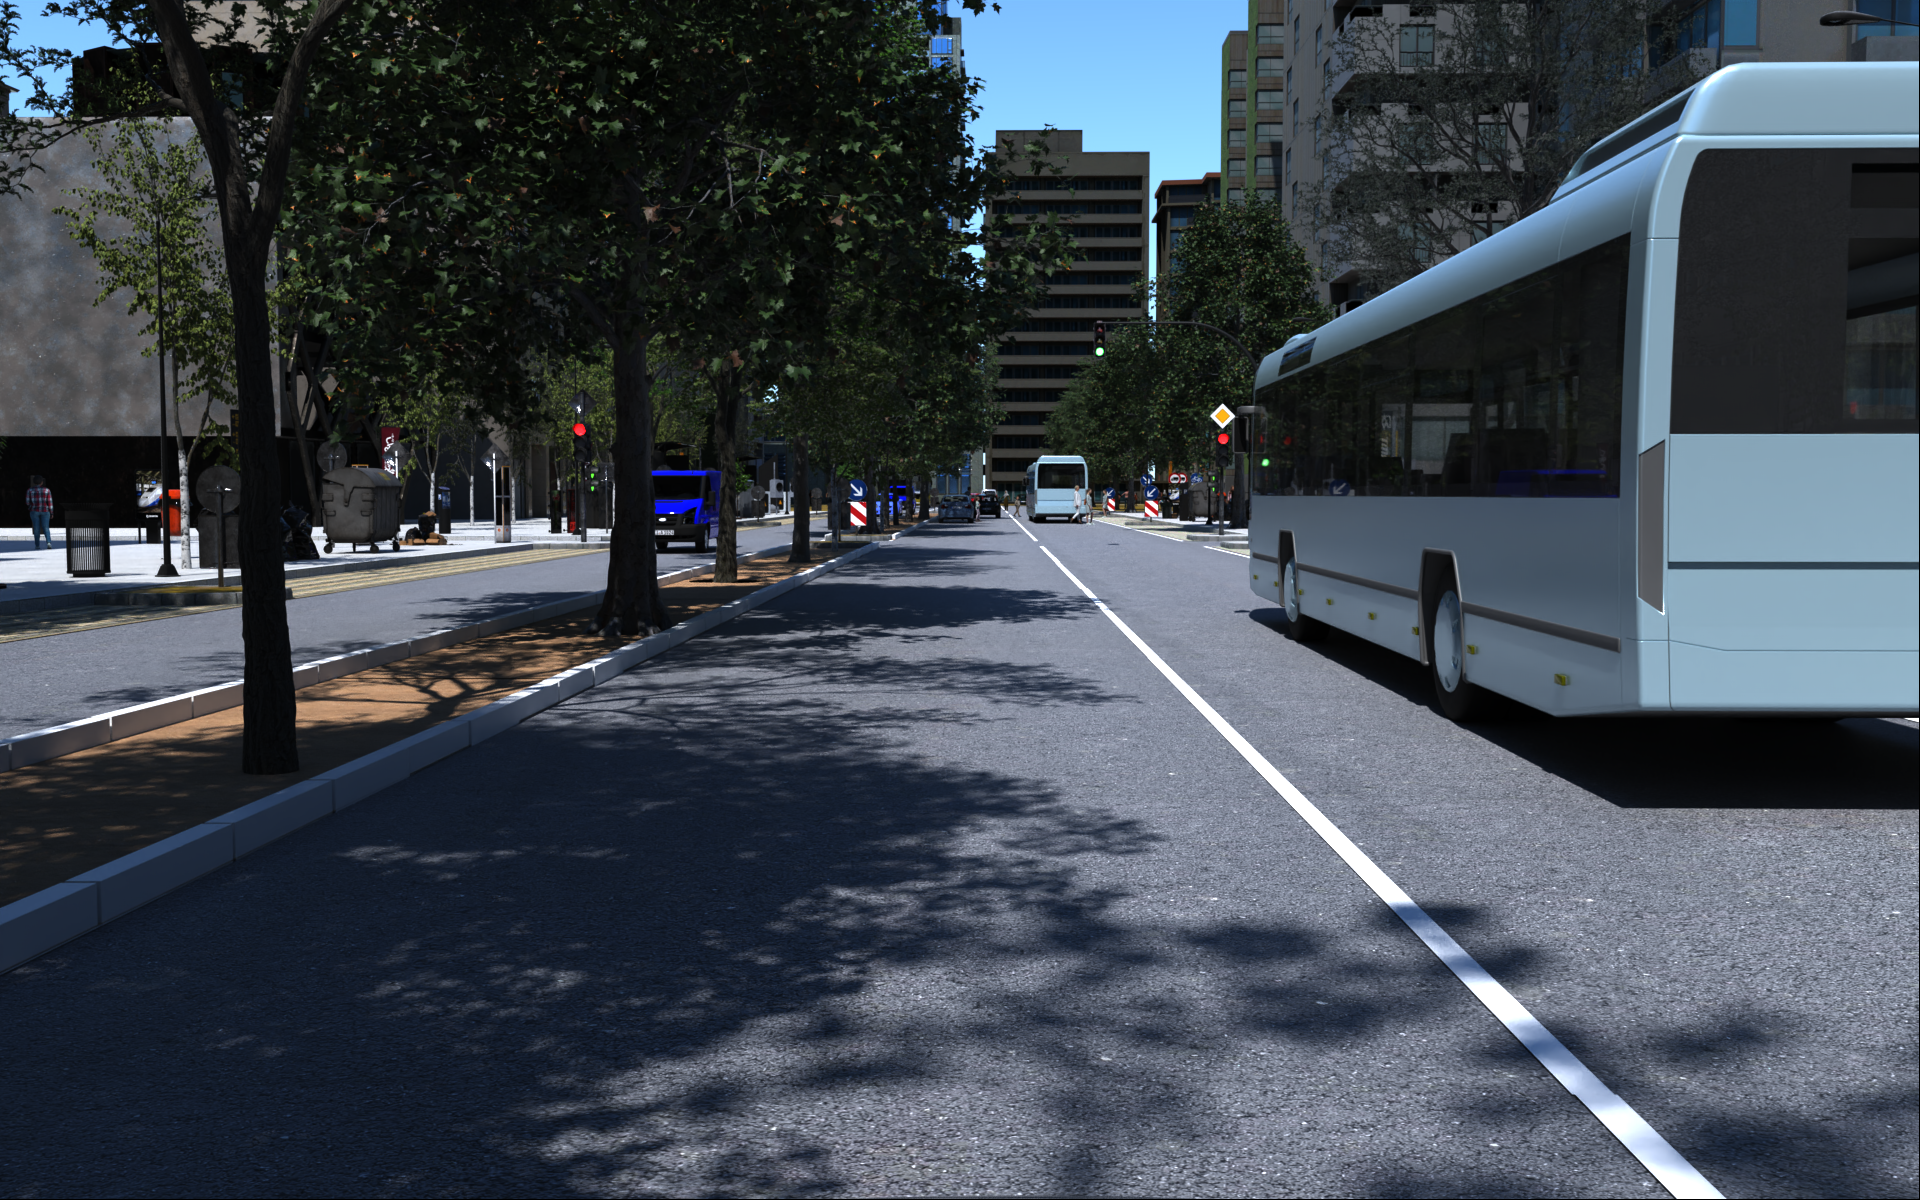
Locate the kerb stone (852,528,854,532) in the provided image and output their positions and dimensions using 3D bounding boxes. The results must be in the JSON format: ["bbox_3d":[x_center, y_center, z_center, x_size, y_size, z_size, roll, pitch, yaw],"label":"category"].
[{"bbox_3d":[-4.052,-2.510,63.243,0.120,0.150,1.000,0,4,1],"label":"kerb stone"}]

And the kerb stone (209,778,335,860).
[{"bbox_3d":[-2.882,0.913,7.263,0.120,0.150,1.000,0,4,1],"label":"kerb stone"}]

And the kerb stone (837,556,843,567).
[{"bbox_3d":[-2.440,-0.712,33.887,0.120,0.150,1.000,0,4,1],"label":"kerb stone"}]

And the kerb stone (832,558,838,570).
[{"bbox_3d":[-2.462,-0.650,32.865,0.120,0.150,1.000,0,4,1],"label":"kerb stone"}]

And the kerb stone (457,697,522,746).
[{"bbox_3d":[-2.826,0.728,10.334,0.120,0.150,1.000,0,4,1],"label":"kerb stone"}]

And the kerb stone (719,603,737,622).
[{"bbox_3d":[-2.677,0.166,19.552,0.120,0.150,1.000,0,4,1],"label":"kerb stone"}]

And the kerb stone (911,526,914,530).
[{"bbox_3d":[-1.920,-2.634,65.266,0.120,0.150,1.000,0,4,1],"label":"kerb stone"}]

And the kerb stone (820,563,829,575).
[{"bbox_3d":[-2.488,-0.524,30.804,0.120,0.150,1.000,0,4,1],"label":"kerb stone"}]

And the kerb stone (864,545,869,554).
[{"bbox_3d":[-2.322,-1.147,41.076,0.120,0.150,1.000,0,4,1],"label":"kerb stone"}]

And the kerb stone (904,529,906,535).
[{"bbox_3d":[-2.017,-2.258,59.112,0.120,0.150,1.000,0,4,1],"label":"kerb stone"}]

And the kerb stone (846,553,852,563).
[{"bbox_3d":[-2.403,-0.837,35.942,0.120,0.150,1.000,0,4,1],"label":"kerb stone"}]

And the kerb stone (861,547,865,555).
[{"bbox_3d":[-2.350,-1.092,40.054,0.120,0.150,1.000,0,4,1],"label":"kerb stone"}]

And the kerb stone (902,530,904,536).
[{"bbox_3d":[-2.035,-2.195,58.090,0.120,0.150,1.000,0,4,1],"label":"kerb stone"}]

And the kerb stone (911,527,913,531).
[{"bbox_3d":[-1.932,-2.565,64.244,0.120,0.150,1.000,0,4,1],"label":"kerb stone"}]

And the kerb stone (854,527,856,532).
[{"bbox_3d":[-4.040,-2.574,64.273,0.120,0.150,1.000,0,4,1],"label":"kerb stone"}]

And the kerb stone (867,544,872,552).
[{"bbox_3d":[-2.303,-1.218,42.103,0.120,0.150,1.000,0,4,1],"label":"kerb stone"}]

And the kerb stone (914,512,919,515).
[{"bbox_3d":[-3.037,-6.268,124.702,0.120,0.150,1.000,0,4,1],"label":"kerb stone"}]

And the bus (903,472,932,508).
[{"bbox_3d":[-4.254,-11.482,179.270,2.896,3.916,12.252,0,4,0],"label":"bus"}]

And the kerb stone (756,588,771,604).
[{"bbox_3d":[-2.627,-0.026,22.617,0.120,0.150,1.000,0,4,1],"label":"kerb stone"}]

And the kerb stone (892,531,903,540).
[{"bbox_3d":[-2.057,-2.132,57.058,0.120,0.150,1.000,0,4,1],"label":"kerb stone"}]

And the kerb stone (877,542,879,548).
[{"bbox_3d":[-2.248,-1.406,45.182,0.120,0.150,1.000,0,4,1],"label":"kerb stone"}]

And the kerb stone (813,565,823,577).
[{"bbox_3d":[-2.513,-0.464,29.780,0.120,0.150,1.000,0,4,1],"label":"kerb stone"}]

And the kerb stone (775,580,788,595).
[{"bbox_3d":[-2.597,-0.151,24.664,0.120,0.150,1.000,0,4,1],"label":"kerb stone"}]

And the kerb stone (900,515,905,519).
[{"bbox_3d":[-3.391,-4.953,103.174,0.120,0.150,1.000,0,4,1],"label":"kerb stone"}]

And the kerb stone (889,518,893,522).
[{"bbox_3d":[-3.563,-4.327,92.945,0.120,0.150,1.000,0,4,1],"label":"kerb stone"}]

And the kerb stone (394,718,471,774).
[{"bbox_3d":[-2.851,0.790,9.313,0.120,0.150,1.000,0,4,1],"label":"kerb stone"}]

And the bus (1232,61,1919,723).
[{"bbox_3d":[4.386,-1.171,14.009,2.948,3.499,13.247,0,4,2],"label":"bus"}]

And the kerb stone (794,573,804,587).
[{"bbox_3d":[-2.556,-0.275,26.711,0.120,0.150,1.000,0,4,1],"label":"kerb stone"}]

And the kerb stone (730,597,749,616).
[{"bbox_3d":[-2.660,0.099,20.573,0.120,0.150,1.000,0,4,1],"label":"kerb stone"}]

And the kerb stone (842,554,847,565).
[{"bbox_3d":[-2.422,-0.775,34.908,0.120,0.150,1.000,0,4,1],"label":"kerb stone"}]

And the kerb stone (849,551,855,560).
[{"bbox_3d":[-2.394,-0.904,36.979,0.120,0.150,1.000,0,4,1],"label":"kerb stone"}]

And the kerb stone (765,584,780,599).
[{"bbox_3d":[-2.616,-0.088,23.639,0.120,0.150,1.000,0,4,1],"label":"kerb stone"}]

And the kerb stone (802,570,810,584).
[{"bbox_3d":[-2.549,-0.337,27.736,0.120,0.150,1.000,0,4,1],"label":"kerb stone"}]

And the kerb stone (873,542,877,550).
[{"bbox_3d":[-2.261,-1.343,44.156,0.120,0.150,1.000,0,4,1],"label":"kerb stone"}]

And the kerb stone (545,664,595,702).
[{"bbox_3d":[-2.800,0.600,12.384,0.120,0.150,1.000,0,4,1],"label":"kerb stone"}]

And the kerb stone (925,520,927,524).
[{"bbox_3d":[-1.702,-3.450,78.601,0.120,0.150,1.000,0,4,1],"label":"kerb stone"}]

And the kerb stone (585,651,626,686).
[{"bbox_3d":[-2.772,0.538,13.405,0.120,0.150,1.000,0,4,1],"label":"kerb stone"}]

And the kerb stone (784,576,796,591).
[{"bbox_3d":[-2.581,-0.214,25.689,0.120,0.150,1.000,0,4,1],"label":"kerb stone"}]

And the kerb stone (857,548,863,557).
[{"bbox_3d":[-2.350,-1.029,39.028,0.120,0.150,1.000,0,4,1],"label":"kerb stone"}]

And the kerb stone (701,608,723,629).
[{"bbox_3d":[-2.699,0.225,18.522,0.120,0.150,1.000,0,4,1],"label":"kerb stone"}]

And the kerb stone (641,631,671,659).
[{"bbox_3d":[-2.749,0.414,15.449,0.120,0.150,1.000,0,4,1],"label":"kerb stone"}]

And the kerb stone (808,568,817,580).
[{"bbox_3d":[-2.521,-0.398,28.758,0.120,0.150,1.000,0,4,1],"label":"kerb stone"}]

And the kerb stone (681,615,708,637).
[{"bbox_3d":[-2.718,0.287,17.499,0.120,0.150,1.000,0,4,1],"label":"kerb stone"}]

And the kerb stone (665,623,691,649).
[{"bbox_3d":[-2.728,0.356,16.478,0.120,0.150,1.000,0,4,1],"label":"kerb stone"}]

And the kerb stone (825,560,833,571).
[{"bbox_3d":[-2.484,-0.590,31.839,0.120,0.150,1.000,0,4,1],"label":"kerb stone"}]

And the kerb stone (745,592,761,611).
[{"bbox_3d":[-2.642,0.040,21.595,0.120,0.150,1.000,0,4,1],"label":"kerb stone"}]

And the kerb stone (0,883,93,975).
[{"bbox_3d":[-2.916,1.039,5.220,0.120,0.150,1.000,0,4,1],"label":"kerb stone"}]

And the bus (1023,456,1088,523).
[{"bbox_3d":[4.906,-5.821,90.027,2.948,3.499,13.247,0,4,0],"label":"bus"}]

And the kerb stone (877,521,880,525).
[{"bbox_3d":[-3.731,-3.692,82.689,0.120,0.150,1.000,0,4,1],"label":"kerb stone"}]

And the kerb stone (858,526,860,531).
[{"bbox_3d":[-4.003,-2.699,66.317,0.120,0.150,1.000,0,4,1],"label":"kerb stone"}]

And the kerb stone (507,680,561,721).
[{"bbox_3d":[-2.819,0.668,11.362,0.120,0.150,1.000,0,4,1],"label":"kerb stone"}]

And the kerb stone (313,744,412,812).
[{"bbox_3d":[-2.861,0.850,8.290,0.120,0.150,1.000,0,4,1],"label":"kerb stone"}]

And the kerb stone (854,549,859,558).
[{"bbox_3d":[-2.376,-0.967,38.003,0.120,0.150,1.000,0,4,1],"label":"kerb stone"}]

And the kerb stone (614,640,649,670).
[{"bbox_3d":[-2.769,0.475,14.427,0.120,0.150,1.000,0,4,1],"label":"kerb stone"}]

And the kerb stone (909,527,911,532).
[{"bbox_3d":[-1.960,-2.509,63.216,0.120,0.150,1.000,0,4,1],"label":"kerb stone"}]

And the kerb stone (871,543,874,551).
[{"bbox_3d":[-2.291,-1.281,43.133,0.120,0.150,1.000,0,4,1],"label":"kerb stone"}]

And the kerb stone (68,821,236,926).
[{"bbox_3d":[-2.898,0.976,6.242,0.120,0.150,1.000,0,4,1],"label":"kerb stone"}]

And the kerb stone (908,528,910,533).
[{"bbox_3d":[-1.977,-2.446,62.194,0.120,0.150,1.000,0,4,1],"label":"kerb stone"}]
